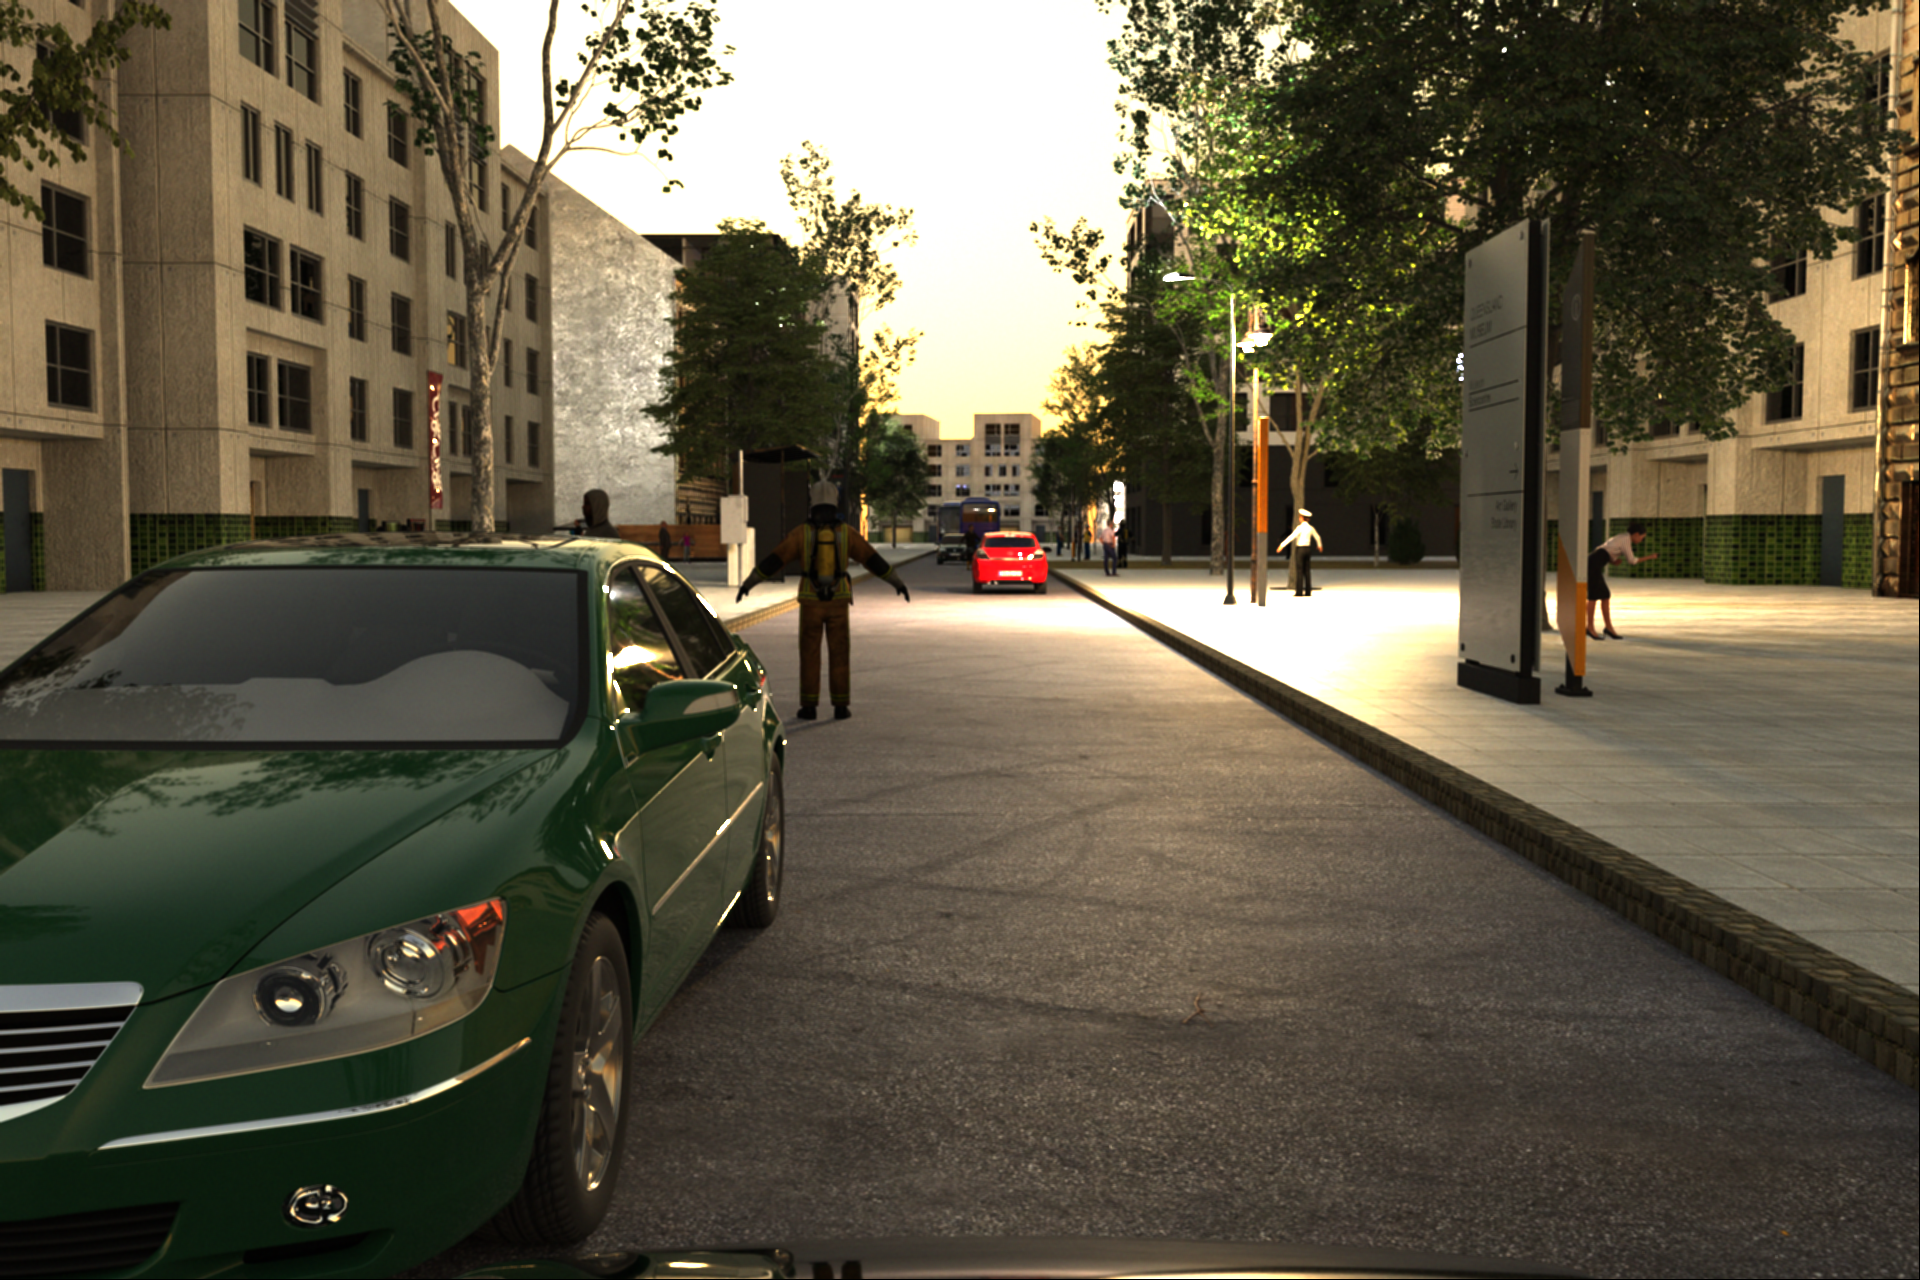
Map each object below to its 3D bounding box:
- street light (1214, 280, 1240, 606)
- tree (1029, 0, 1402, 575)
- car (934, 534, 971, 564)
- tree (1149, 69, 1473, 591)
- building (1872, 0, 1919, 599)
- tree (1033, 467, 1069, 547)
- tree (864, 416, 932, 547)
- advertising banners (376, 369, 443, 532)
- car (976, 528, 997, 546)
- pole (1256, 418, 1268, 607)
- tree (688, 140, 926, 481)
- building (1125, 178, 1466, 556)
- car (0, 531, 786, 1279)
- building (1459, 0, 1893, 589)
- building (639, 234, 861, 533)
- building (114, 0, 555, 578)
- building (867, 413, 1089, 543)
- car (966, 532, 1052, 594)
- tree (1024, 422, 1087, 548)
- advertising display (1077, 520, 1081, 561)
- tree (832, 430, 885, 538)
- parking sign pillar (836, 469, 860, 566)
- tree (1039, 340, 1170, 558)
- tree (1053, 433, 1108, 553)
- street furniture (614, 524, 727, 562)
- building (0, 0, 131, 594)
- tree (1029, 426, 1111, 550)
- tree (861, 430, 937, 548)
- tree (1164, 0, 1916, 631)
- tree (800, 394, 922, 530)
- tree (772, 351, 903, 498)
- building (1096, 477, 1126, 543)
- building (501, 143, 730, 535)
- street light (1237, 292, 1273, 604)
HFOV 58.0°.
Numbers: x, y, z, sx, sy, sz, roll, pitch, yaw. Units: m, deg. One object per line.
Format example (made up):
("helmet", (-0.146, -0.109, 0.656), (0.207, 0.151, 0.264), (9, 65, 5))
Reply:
("street light", (5.392, -3.569, 30.899), (1.470, 5.913, 1.316), (0, 4, 1))
("tree", (8.617, -12.170, 54.869), (12.611, 20.169, 13.585), (0, 3, 0))
("car", (-0.214, -4.479, 83.020), (2.009, 1.686, 4.222), (0, 4, 1))
("tree", (7.775, -6.940, 39.232), (9.928, 11.665, 9.643), (0, 3, 0))
("building", (27.773, -11.904, 25.568), (19.493, 23.208, 18.063), (0, 4, 1))
("tree", (9.027, -13.409, 169.604), (4.737, 8.622, 4.395), (0, 3, 0))
("tree", (-6.192, -15.219, 166.957), (7.486, 12.596, 7.792), (0, 3, 0))
("advertising banners", (-5.645, -1.330, 17.934), (0.090, 3.025, 2.074), (0, 4, 1))
("car", (1.577, -4.036, 75.575), (1.945, 1.707, 3.694), (0, 4, 0))
("pole", (5.314, -2.238, 30.426), (0.158, 3.312, 0.155), (0, 3, 0))
("tree", (-7.847, -14.097, 86.378), (12.611, 20.169, 13.585), (0, 3, 0))
("building", (24.868, -16.647, 116.159), (27.936, 21.610, 32.646), (0, 4, 1))
("car", (-1.608, 0.414, 5.028), (2.131, 1.459, 4.920), (0, 4, 1))
("building", (27.756, -11.298, 51.181), (16.747, 18.905, 31.486), (0, 4, 0))
("building", (-22.703, -17.773, 134.566), (27.936, 21.610, 32.646), (0, 4, 0))
("building", (-25.311, -11.563, 55.511), (16.747, 18.905, 31.486), (0, 4, 1))
("building", (3.080, -23.918, 259.971), (31.486, 18.905, 16.747), (0, 4, 8))
("car", (1.209, -2.061, 42.739), (2.155, 1.783, 4.494), (0, 4, 1))
("tree", (9.448, -14.211, 158.106), (9.928, 11.665, 9.643), (0, 3, 0))
("advertising display", (5.621, -4.684, 81.790), (0.123, 1.923, 0.974), (0, 4, 0))
("tree", (-6.474, -10.035, 114.429), (4.737, 8.622, 4.395), (0, 3, 0))
("parking sign pillar", (-4.844, -5.044, 70.947), (1.447, 3.967, 1.447), (0, 4, 1))
("tree", (8.096, -10.207, 92.634), (9.928, 11.665, 9.643), (0, 3, 0))
("tree", (7.871, -10.123, 115.867), (4.360, 8.622, 3.978), (0, 3, 0))
("street furniture", (-12.352, -4.657, 82.988), (9.812, 1.723, 11.010), (-1, 4, -16))
("building", (-27.105, -9.568, 22.900), (16.747, 18.905, 31.486), (0, 3, 0))
("tree", (9.321, -12.780, 143.368), (7.601, 10.594, 8.767), (-1, 4, -12))
("tree", (-6.003, -13.515, 155.386), (8.767, 10.594, 7.601), (1, 4, 8))
("tree", (7.514, -7.115, 22.989), (9.857, 13.997, 8.962), (0, 3, 0))
("tree", (-6.446, -10.606, 107.824), (8.767, 10.594, 7.601), (0, 4, 4))
("tree", (-7.048, -10.601, 99.087), (9.928, 11.665, 9.643), (0, 3, 0))
("building", (24.034, -18.103, 238.123), (9.099, 9.664, 28.070), (0, 4, 1))
("building", (-25.084, -16.888, 107.043), (19.493, 23.208, 18.063), (0, 4, 1))
("street light", (5.400, -3.603, 31.691), (0.468, 5.910, 1.993), (0, 4, 1))
